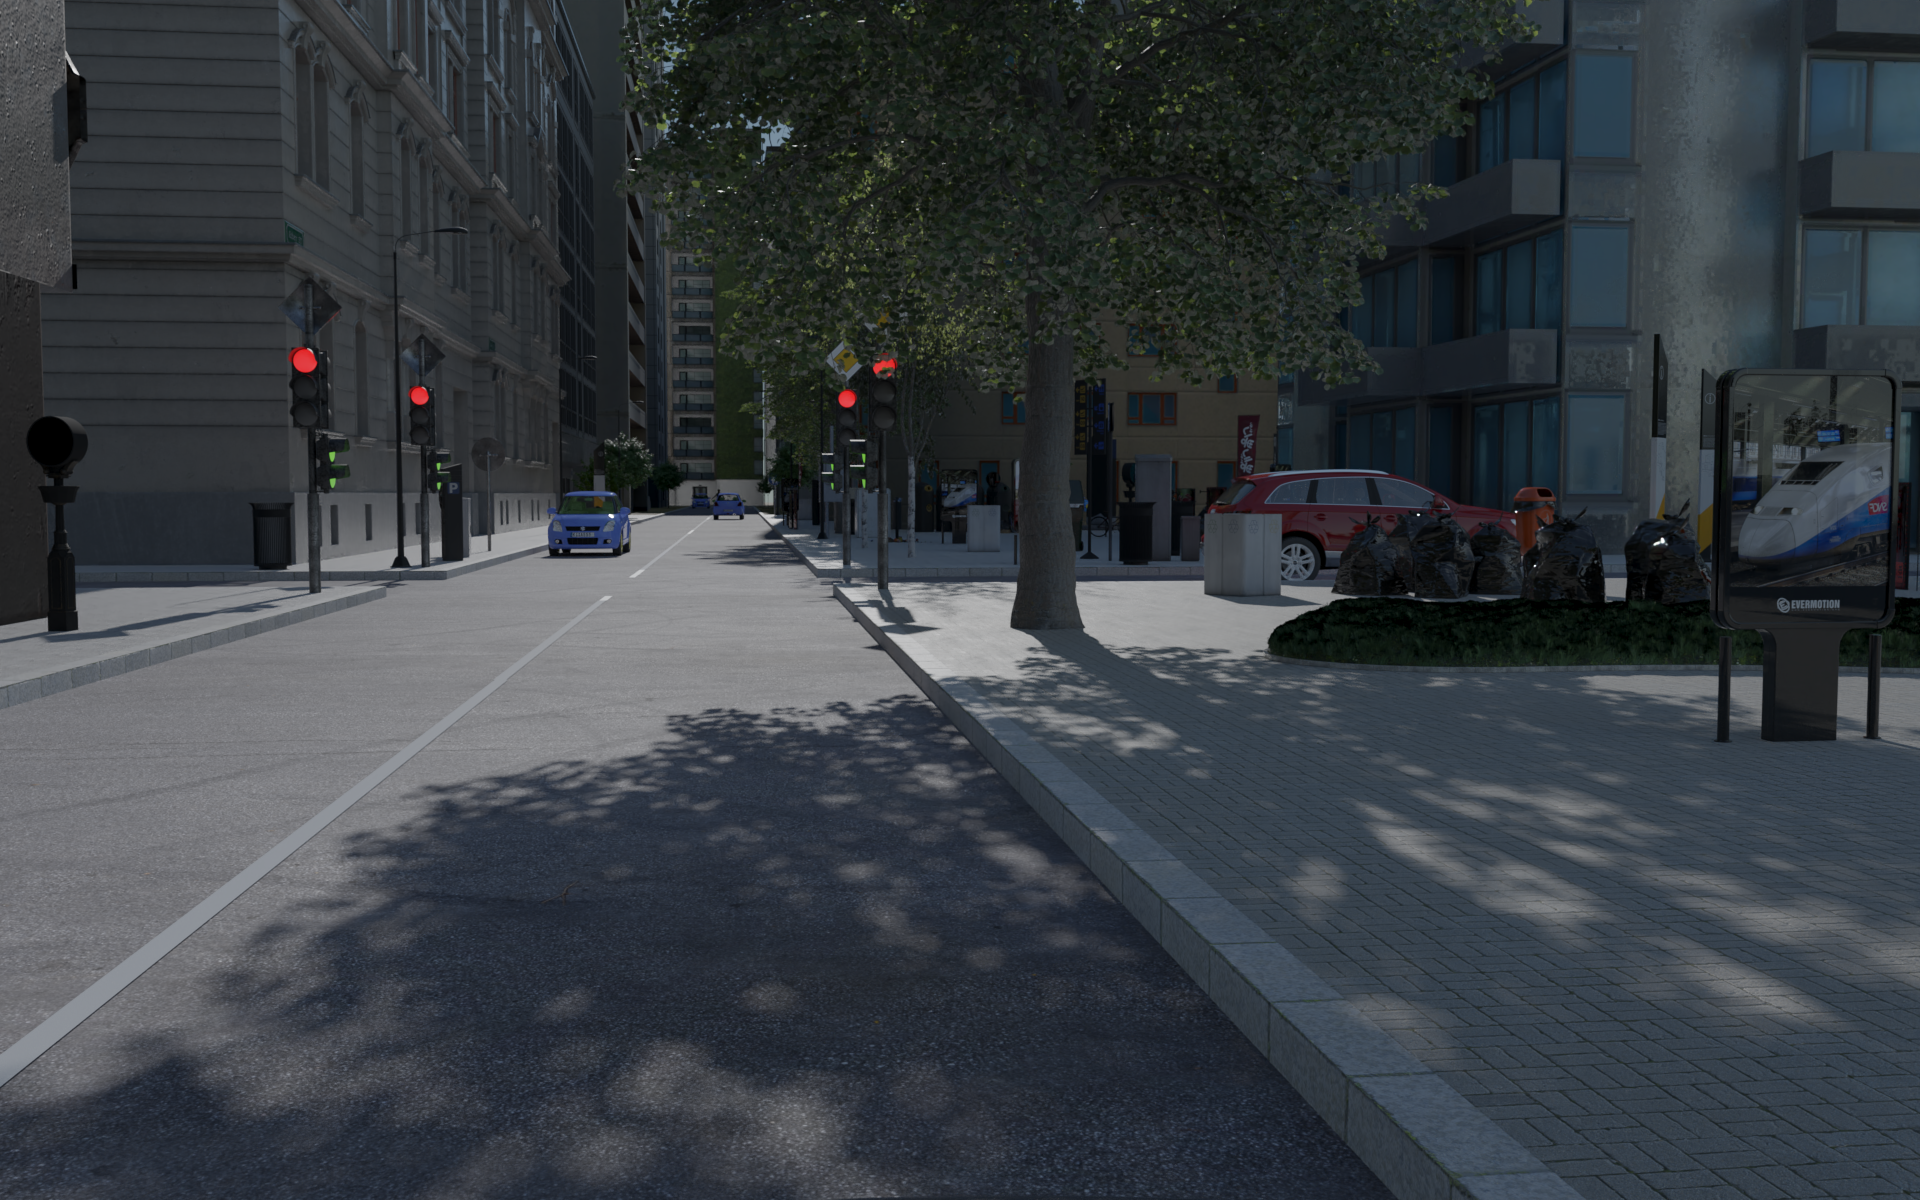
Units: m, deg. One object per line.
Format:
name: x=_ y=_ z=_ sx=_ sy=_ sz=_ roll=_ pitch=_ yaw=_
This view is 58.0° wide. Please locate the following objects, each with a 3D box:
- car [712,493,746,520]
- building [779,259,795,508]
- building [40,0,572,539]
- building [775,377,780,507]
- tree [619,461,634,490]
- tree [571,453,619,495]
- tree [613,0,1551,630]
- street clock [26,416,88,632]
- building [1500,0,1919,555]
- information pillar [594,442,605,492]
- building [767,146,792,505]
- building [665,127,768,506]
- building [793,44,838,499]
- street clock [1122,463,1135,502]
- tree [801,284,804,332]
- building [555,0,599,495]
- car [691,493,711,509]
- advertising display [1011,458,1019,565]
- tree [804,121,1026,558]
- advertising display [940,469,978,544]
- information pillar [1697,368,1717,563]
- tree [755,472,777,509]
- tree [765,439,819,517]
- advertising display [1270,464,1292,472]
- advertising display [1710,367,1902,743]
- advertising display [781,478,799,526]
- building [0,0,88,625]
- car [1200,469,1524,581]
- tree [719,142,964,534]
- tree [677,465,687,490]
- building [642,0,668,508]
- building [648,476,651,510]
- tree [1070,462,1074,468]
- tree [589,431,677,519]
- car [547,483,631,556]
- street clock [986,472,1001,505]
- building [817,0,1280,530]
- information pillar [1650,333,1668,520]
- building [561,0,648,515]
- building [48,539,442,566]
car: x=-13.107 y=-5.422 z=98.236 sx=1.945 sy=1.707 sz=3.694 roll=0 pitch=4 yaw=-6
building: x=-0.007 y=-17.952 z=138.556 sx=27.650 sy=21.520 sz=28.899 roll=0 pitch=4 yaw=-7
building: x=-22.293 y=-16.929 z=64.186 sx=14.401 sy=28.519 sz=23.554 roll=0 pitch=4 yaw=-7
building: x=-3.761 y=-19.731 z=167.637 sx=27.650 sy=21.520 sz=28.899 roll=0 pitch=4 yaw=-7
tree: x=-16.780 y=-5.440 z=83.551 sx=1.663 sy=3.219 sz=1.824 roll=0 pitch=3 yaw=0
tree: x=-17.177 y=-5.281 z=80.946 sx=1.663 sy=3.219 sz=1.824 roll=0 pitch=3 yaw=0
tree: x=0.902 y=-6.711 z=16.378 sx=9.857 sy=13.997 sz=8.962 roll=0 pitch=3 yaw=0
street clock: x=-8.419 y=-0.711 z=16.199 sx=0.471 sy=2.002 sz=0.358 roll=0 pitch=4 yaw=5
building: x=24.018 y=-26.067 z=45.811 sx=30.456 sy=49.044 sz=23.786 roll=0 pitch=4 yaw=-7
information pillar: x=-16.040 y=-5.245 z=77.106 sx=0.504 sy=3.616 sz=0.183 roll=0 pitch=4 yaw=0
building: x=-15.333 y=-31.446 z=197.740 sx=14.086 sy=41.232 sz=14.154 roll=0 pitch=4 yaw=-7
building: x=-29.324 y=-31.347 z=196.109 sx=14.086 sy=41.232 sz=14.154 roll=0 pitch=4 yaw=-7
building: x=-4.075 y=-21.028 z=115.504 sx=14.160 sy=30.474 sz=14.107 roll=0 pitch=4 yaw=-7
street clock: x=3.935 y=-2.166 z=39.987 sx=0.358 sy=2.002 sz=0.471 roll=2 pitch=4 yaw=34
tree: x=-2.083 y=-5.541 z=40.966 sx=4.360 sy=8.622 sz=3.978 roll=0 pitch=3 yaw=0
building: x=-26.559 y=-18.011 z=87.988 sx=14.314 sy=27.812 sz=24.014 roll=0 pitch=4 yaw=-7
car: x=-25.614 y=-9.892 z=171.331 sx=1.945 sy=1.707 sz=3.694 roll=0 pitch=4 yaw=-7
advertising display: x=1.391 y=-1.611 z=31.547 sx=0.974 sy=1.923 sz=0.123 roll=-2 pitch=4 yaw=-25
tree: x=-0.741 y=-5.162 z=34.765 sx=4.360 sy=8.622 sz=3.978 roll=0 pitch=3 yaw=0
advertising display: x=-0.018 y=-2.414 z=44.689 sx=0.974 sy=1.923 sz=0.123 roll=0 pitch=4 yaw=4
information pillar: x=14.048 y=-2.509 z=32.373 sx=0.504 sy=3.616 sz=0.183 roll=0 pitch=4 yaw=-4
tree: x=-18.865 y=-10.602 z=167.950 sx=1.663 sy=3.219 sz=1.824 roll=0 pitch=3 yaw=0
tree: x=-9.179 y=-6.941 z=97.192 sx=4.285 sy=4.588 sz=4.351 roll=0 pitch=3 yaw=0
advertising display: x=6.887 y=-1.958 z=37.233 sx=0.123 sy=1.923 sz=0.974 roll=2 pitch=4 yaw=32
advertising display: x=4.375 y=-0.230 z=8.978 sx=0.974 sy=1.923 sz=0.123 roll=-1 pitch=4 yaw=-9
advertising display: x=-6.903 y=-3.986 z=70.377 sx=0.123 sy=1.923 sz=0.974 roll=2 pitch=4 yaw=34
building: x=-17.116 y=-8.799 z=11.320 sx=16.811 sy=18.784 sz=16.820 roll=0 pitch=4 yaw=-7
car: x=6.507 y=-1.154 z=27.542 sx=5.304 sy=1.827 sz=2.281 roll=0 pitch=4 yaw=-6
tree: x=-3.755 y=-8.406 z=55.567 sx=7.486 sy=12.596 sz=7.792 roll=0 pitch=3 yaw=0
tree: x=-26.100 y=-10.446 z=154.499 sx=4.285 sy=4.588 sz=4.351 roll=0 pitch=3 yaw=0
building: x=-39.076 y=-44.511 z=166.003 sx=20.611 sy=71.187 sz=20.563 roll=0 pitch=4 yaw=-7
building: x=-41.187 y=-27.155 z=135.872 sx=32.217 sy=40.220 sz=23.993 roll=0 pitch=4 yaw=-7
tree: x=2.495 y=-3.427 z=50.635 sx=1.663 sy=3.219 sz=1.824 roll=0 pitch=3 yaw=0
tree: x=-17.427 y=-6.467 z=89.452 sx=4.285 sy=4.588 sz=4.351 roll=0 pitch=3 yaw=0
car: x=-8.817 y=-1.941 z=41.326 sx=1.945 sy=1.707 sz=3.694 roll=0 pitch=4 yaw=-6
street clock: x=1.069 y=-3.131 z=55.764 sx=0.471 sy=2.002 sz=0.358 roll=0 pitch=4 yaw=-1
building: x=8.040 y=-14.228 z=77.670 sx=27.650 sy=21.520 sz=28.899 roll=0 pitch=4 yaw=-7
information pillar: x=10.292 y=-2.090 z=25.531 sx=0.183 sy=3.616 sz=0.504 roll=3 pitch=4 yaw=37
building: x=-32.059 y=-29.952 z=113.419 sx=21.300 sy=48.544 sz=21.600 roll=0 pitch=4 yaw=-7
building: x=-19.625 y=-15.501 z=40.825 sx=14.401 sy=28.519 sz=23.554 roll=0 pitch=4 yaw=-7
